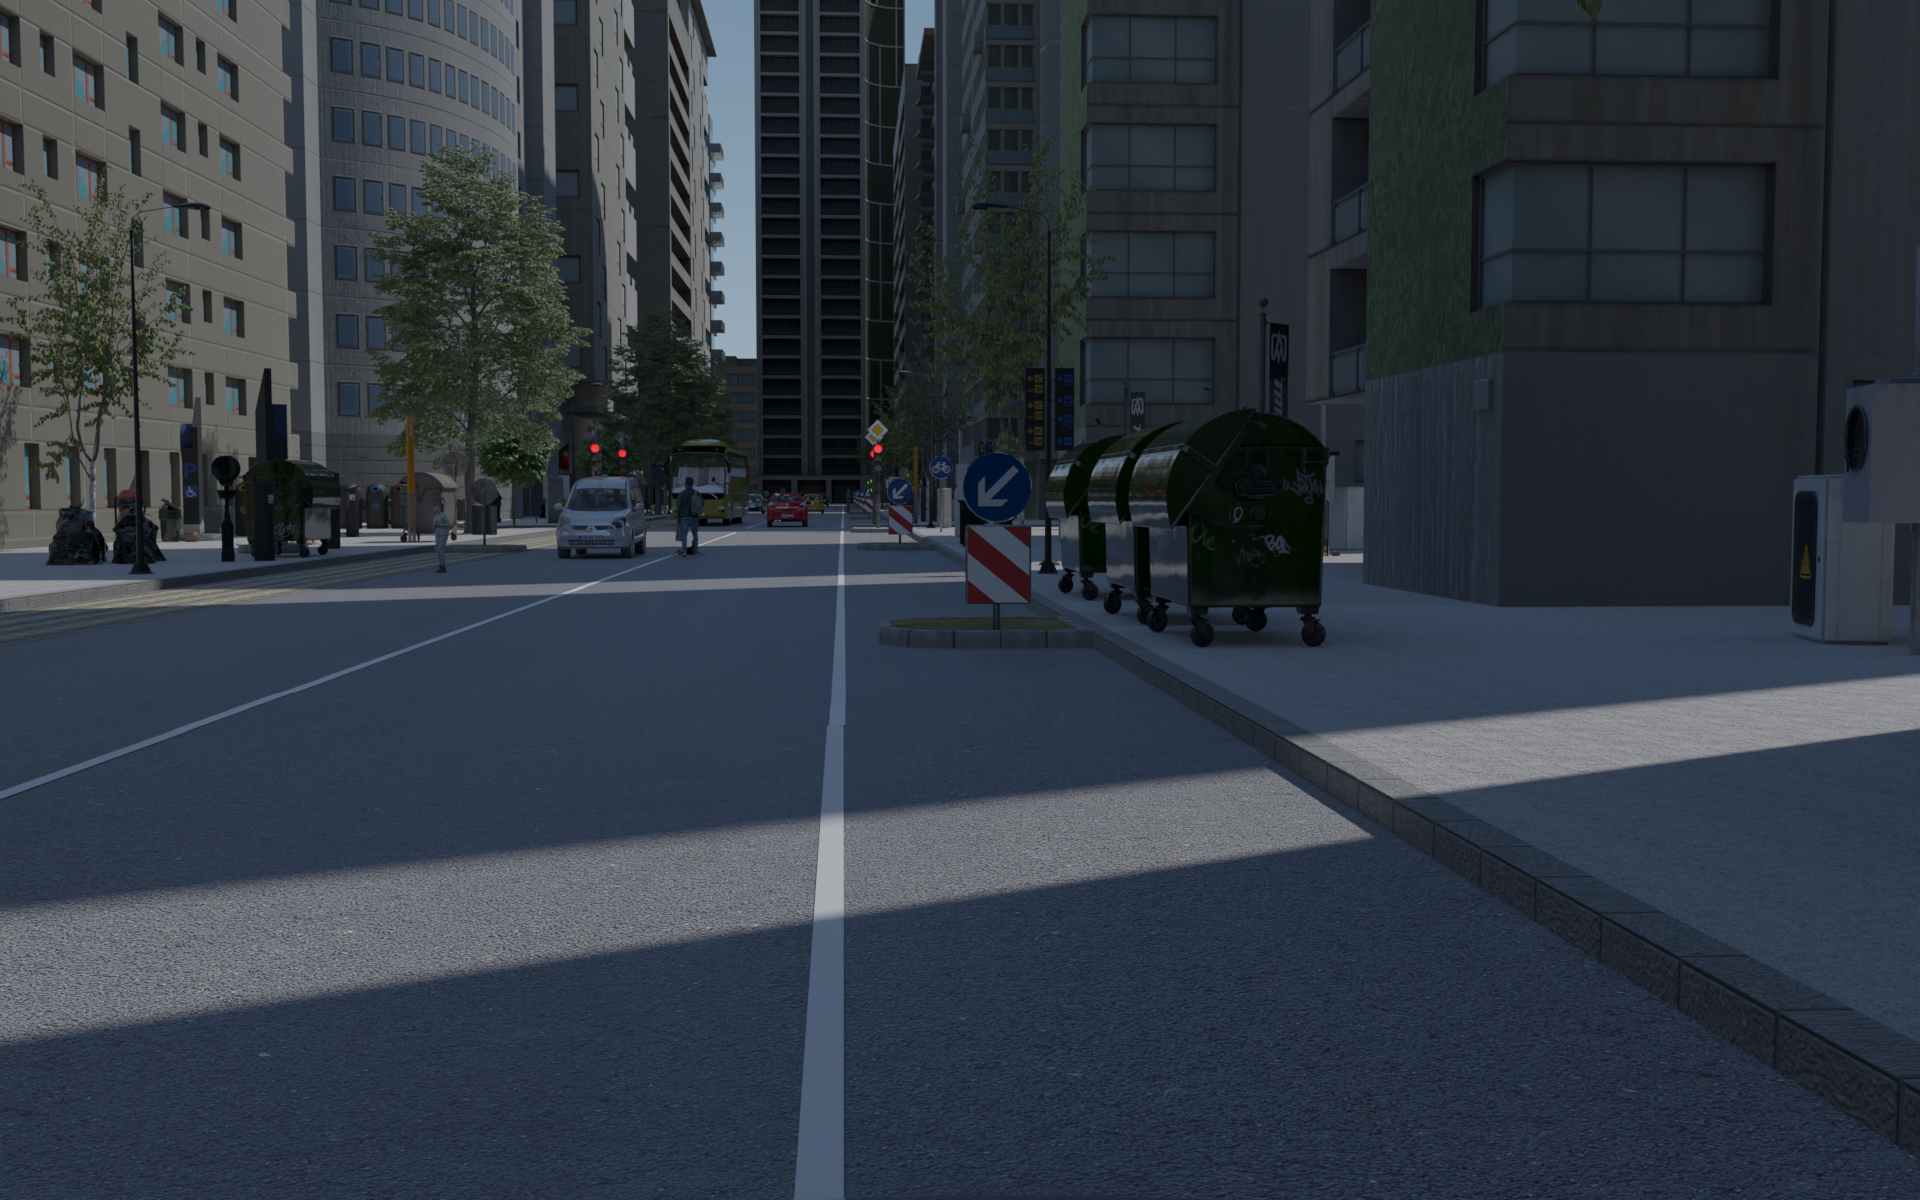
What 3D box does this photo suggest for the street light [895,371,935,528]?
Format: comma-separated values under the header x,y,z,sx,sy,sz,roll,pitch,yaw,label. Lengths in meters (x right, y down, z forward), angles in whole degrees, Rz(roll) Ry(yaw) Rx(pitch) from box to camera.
x,y,z,sx,sy,sz,roll,pitch,yaw,label
-1.650,-5.683,65.453,1.470,5.913,1.316,0,4,-4,street light

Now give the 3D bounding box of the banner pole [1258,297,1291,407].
x,y,z,sx,sy,sz,roll,pitch,yaw,label
4.010,-1.975,22.303,0.401,3.779,0.863,3,5,42,banner pole

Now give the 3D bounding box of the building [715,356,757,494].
x,y,z,sx,sy,sz,roll,pitch,yaw,label
-42.901,-24.565,246.682,28.899,21.520,27.650,0,4,-4,building

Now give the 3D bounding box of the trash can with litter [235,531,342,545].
x,y,z,sx,sy,sz,roll,pitch,yaw,label
-17.169,-2.000,43.750,2.233,1.210,1.678,1,4,11,trash can with litter

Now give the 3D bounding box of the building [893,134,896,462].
x,y,z,sx,sy,sz,roll,pitch,yaw,label
2.892,-35.918,210.958,21.300,48.544,21.600,0,4,-4,building

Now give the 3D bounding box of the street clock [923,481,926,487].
x,y,z,sx,sy,sz,roll,pitch,yaw,label
-1.755,-5.505,94.579,0.471,2.002,0.358,0,4,-5,street clock

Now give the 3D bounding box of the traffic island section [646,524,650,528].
x,y,z,sx,sy,sz,roll,pitch,yaw,label
-14.130,-3.087,72.751,2.009,0.180,2.903,0,4,-4,traffic island section

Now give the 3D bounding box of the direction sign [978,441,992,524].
x,y,z,sx,sy,sz,roll,pitch,yaw,label
1.091,-5.051,74.588,0.379,3.537,0.876,-3,5,-40,direction sign

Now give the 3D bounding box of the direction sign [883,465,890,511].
x,y,z,sx,sy,sz,roll,pitch,yaw,label
-5.691,-8.725,134.646,0.379,3.537,0.876,-3,5,-39,direction sign

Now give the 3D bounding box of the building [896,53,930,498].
x,y,z,sx,sy,sz,roll,pitch,yaw,label
4.299,-34.548,188.556,21.300,48.544,21.600,0,4,-4,building

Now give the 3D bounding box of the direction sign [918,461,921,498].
x,y,z,sx,sy,sz,roll,pitch,yaw,label
-2.878,-7.766,118.969,0.379,3.537,0.876,-2,4,-31,direction sign

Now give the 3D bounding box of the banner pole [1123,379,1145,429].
x,y,z,sx,sy,sz,roll,pitch,yaw,label
3.735,-2.908,37.561,0.401,3.779,0.863,-3,4,-37,banner pole

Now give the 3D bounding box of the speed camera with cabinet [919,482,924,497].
x,y,z,sx,sy,sz,roll,pitch,yaw,label
-3.092,-7.743,120.926,0.660,3.252,2.038,1,4,17,speed camera with cabinet

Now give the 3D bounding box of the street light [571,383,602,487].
x,y,z,sx,sy,sz,roll,pitch,yaw,label
-15.671,-6.118,72.577,1.470,5.913,1.316,0,4,-4,street light

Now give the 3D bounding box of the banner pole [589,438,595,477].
x,y,z,sx,sy,sz,roll,pitch,yaw,label
-16.437,-5.350,77.484,0.401,3.779,0.863,-2,4,-25,banner pole

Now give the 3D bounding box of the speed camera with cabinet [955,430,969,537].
x,y,z,sx,sy,sz,roll,pitch,yaw,label
0.166,-3.591,53.055,0.660,3.252,2.038,0,4,2,speed camera with cabinet

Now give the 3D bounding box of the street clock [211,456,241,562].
x,y,z,sx,sy,sz,roll,pitch,yaw,label
-13.887,-1.727,32.808,0.471,2.002,0.358,0,4,-2,street clock

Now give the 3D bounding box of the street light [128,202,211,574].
x,y,z,sx,sy,sz,roll,pitch,yaw,label
-12.610,-3.371,27.658,1.470,5.913,1.316,0,4,-4,street light

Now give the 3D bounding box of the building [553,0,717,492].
x,y,z,sx,sy,sz,roll,pitch,yaw,label
-40.504,-36.195,181.029,28.713,52.752,27.495,0,4,-4,building

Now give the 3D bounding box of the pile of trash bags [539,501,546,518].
x,y,z,sx,sy,sz,roll,pitch,yaw,label
-21.525,-5.044,92.229,1.912,1.369,3.447,0,4,0,pile of trash bags

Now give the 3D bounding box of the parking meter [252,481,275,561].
x,y,z,sx,sy,sz,roll,pitch,yaw,label
-13.361,-1.519,33.240,0.372,1.533,0.369,0,3,0,parking meter

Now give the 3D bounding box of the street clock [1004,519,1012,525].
x,y,z,sx,sy,sz,roll,pitch,yaw,label
1.081,-2.089,38.720,0.358,2.002,0.471,0,4,3,street clock

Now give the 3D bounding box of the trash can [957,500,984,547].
x,y,z,sx,sy,sz,roll,pitch,yaw,label
0.293,-1.860,42.072,0.748,1.137,0.748,0,3,0,trash can

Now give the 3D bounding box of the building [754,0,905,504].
x,y,z,sx,sy,sz,roll,pitch,yaw,label
-17.960,-49.233,243.217,20.611,71.187,20.563,0,4,-4,building

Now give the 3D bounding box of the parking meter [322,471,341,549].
x,y,z,sx,sy,sz,roll,pitch,yaw,label
-14.709,-2.128,40.496,0.399,1.863,0.255,1,4,9,parking meter

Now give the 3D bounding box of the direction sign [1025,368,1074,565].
x,y,z,sx,sy,sz,roll,pitch,yaw,label
1.613,-2.395,31.151,0.876,3.537,0.379,0,4,-1,direction sign

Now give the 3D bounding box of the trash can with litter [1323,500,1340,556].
x,y,z,sx,sy,sz,roll,pitch,yaw,label
7.002,-1.524,35.982,2.233,1.210,1.678,-1,4,-13,trash can with litter

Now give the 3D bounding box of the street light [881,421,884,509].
x,y,z,sx,sy,sz,roll,pitch,yaw,label
-4.609,-8.410,110.038,1.470,5.913,1.316,0,4,-4,street light

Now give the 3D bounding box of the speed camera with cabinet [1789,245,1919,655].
x,y,z,sx,sy,sz,roll,pitch,yaw,label
7.606,-1.238,14.576,0.660,3.252,2.038,1,4,10,speed camera with cabinet

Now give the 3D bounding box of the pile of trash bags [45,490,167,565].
x,y,z,sx,sy,sz,roll,pitch,yaw,label
-16.079,-1.416,32.907,1.912,1.369,3.447,-1,4,-15,pile of trash bags

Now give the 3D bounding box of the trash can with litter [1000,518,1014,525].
x,y,z,sx,sy,sz,roll,pitch,yaw,label
1.273,-1.991,43.944,0.624,1.170,1.055,-3,4,-36,trash can with litter

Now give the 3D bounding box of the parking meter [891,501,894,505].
x,y,z,sx,sy,sz,roll,pitch,yaw,label
-4.260,-6.565,113.054,0.399,1.863,0.255,-1,4,-21,parking meter

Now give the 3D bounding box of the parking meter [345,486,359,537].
x,y,z,sx,sy,sz,roll,pitch,yaw,label
-18.137,-2.646,51.678,0.372,1.533,0.369,0,3,0,parking meter

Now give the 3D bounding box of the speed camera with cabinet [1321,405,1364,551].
x,y,z,sx,sy,sz,roll,pitch,yaw,label
8.512,-2.751,39.317,2.038,3.252,0.660,-3,5,-40,speed camera with cabinet

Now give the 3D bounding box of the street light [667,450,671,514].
x,y,z,sx,sy,sz,roll,pitch,yaw,label
-18.115,-8.462,110.894,1.470,5.913,1.316,0,4,-4,street light

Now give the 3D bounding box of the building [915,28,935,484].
x,y,z,sx,sy,sz,roll,pitch,yaw,label
7.072,-31.131,163.614,22.147,44.769,28.867,0,4,-4,building

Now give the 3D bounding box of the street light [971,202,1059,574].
x,y,z,sx,sy,sz,roll,pitch,yaw,label
0.880,-3.375,27.717,1.470,5.913,1.316,0,4,-4,street light

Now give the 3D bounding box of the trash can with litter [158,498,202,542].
x,y,z,sx,sy,sz,roll,pitch,yaw,label
-20.860,-2.137,46.324,1.055,1.170,0.624,-1,4,-17,trash can with litter

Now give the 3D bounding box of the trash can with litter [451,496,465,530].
x,y,z,sx,sy,sz,roll,pitch,yaw,label
-18.283,-3.098,61.718,2.233,1.210,1.678,0,4,-6,trash can with litter

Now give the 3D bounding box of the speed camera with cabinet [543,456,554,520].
x,y,z,sx,sy,sz,roll,pitch,yaw,label
-20.027,-5.598,85.863,0.660,3.252,2.038,-2,4,-35,speed camera with cabinet

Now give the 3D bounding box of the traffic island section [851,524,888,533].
x,y,z,sx,sy,sz,roll,pitch,yaw,label
-3.075,-2.642,65.485,2.009,0.180,2.903,0,4,-4,traffic island section
